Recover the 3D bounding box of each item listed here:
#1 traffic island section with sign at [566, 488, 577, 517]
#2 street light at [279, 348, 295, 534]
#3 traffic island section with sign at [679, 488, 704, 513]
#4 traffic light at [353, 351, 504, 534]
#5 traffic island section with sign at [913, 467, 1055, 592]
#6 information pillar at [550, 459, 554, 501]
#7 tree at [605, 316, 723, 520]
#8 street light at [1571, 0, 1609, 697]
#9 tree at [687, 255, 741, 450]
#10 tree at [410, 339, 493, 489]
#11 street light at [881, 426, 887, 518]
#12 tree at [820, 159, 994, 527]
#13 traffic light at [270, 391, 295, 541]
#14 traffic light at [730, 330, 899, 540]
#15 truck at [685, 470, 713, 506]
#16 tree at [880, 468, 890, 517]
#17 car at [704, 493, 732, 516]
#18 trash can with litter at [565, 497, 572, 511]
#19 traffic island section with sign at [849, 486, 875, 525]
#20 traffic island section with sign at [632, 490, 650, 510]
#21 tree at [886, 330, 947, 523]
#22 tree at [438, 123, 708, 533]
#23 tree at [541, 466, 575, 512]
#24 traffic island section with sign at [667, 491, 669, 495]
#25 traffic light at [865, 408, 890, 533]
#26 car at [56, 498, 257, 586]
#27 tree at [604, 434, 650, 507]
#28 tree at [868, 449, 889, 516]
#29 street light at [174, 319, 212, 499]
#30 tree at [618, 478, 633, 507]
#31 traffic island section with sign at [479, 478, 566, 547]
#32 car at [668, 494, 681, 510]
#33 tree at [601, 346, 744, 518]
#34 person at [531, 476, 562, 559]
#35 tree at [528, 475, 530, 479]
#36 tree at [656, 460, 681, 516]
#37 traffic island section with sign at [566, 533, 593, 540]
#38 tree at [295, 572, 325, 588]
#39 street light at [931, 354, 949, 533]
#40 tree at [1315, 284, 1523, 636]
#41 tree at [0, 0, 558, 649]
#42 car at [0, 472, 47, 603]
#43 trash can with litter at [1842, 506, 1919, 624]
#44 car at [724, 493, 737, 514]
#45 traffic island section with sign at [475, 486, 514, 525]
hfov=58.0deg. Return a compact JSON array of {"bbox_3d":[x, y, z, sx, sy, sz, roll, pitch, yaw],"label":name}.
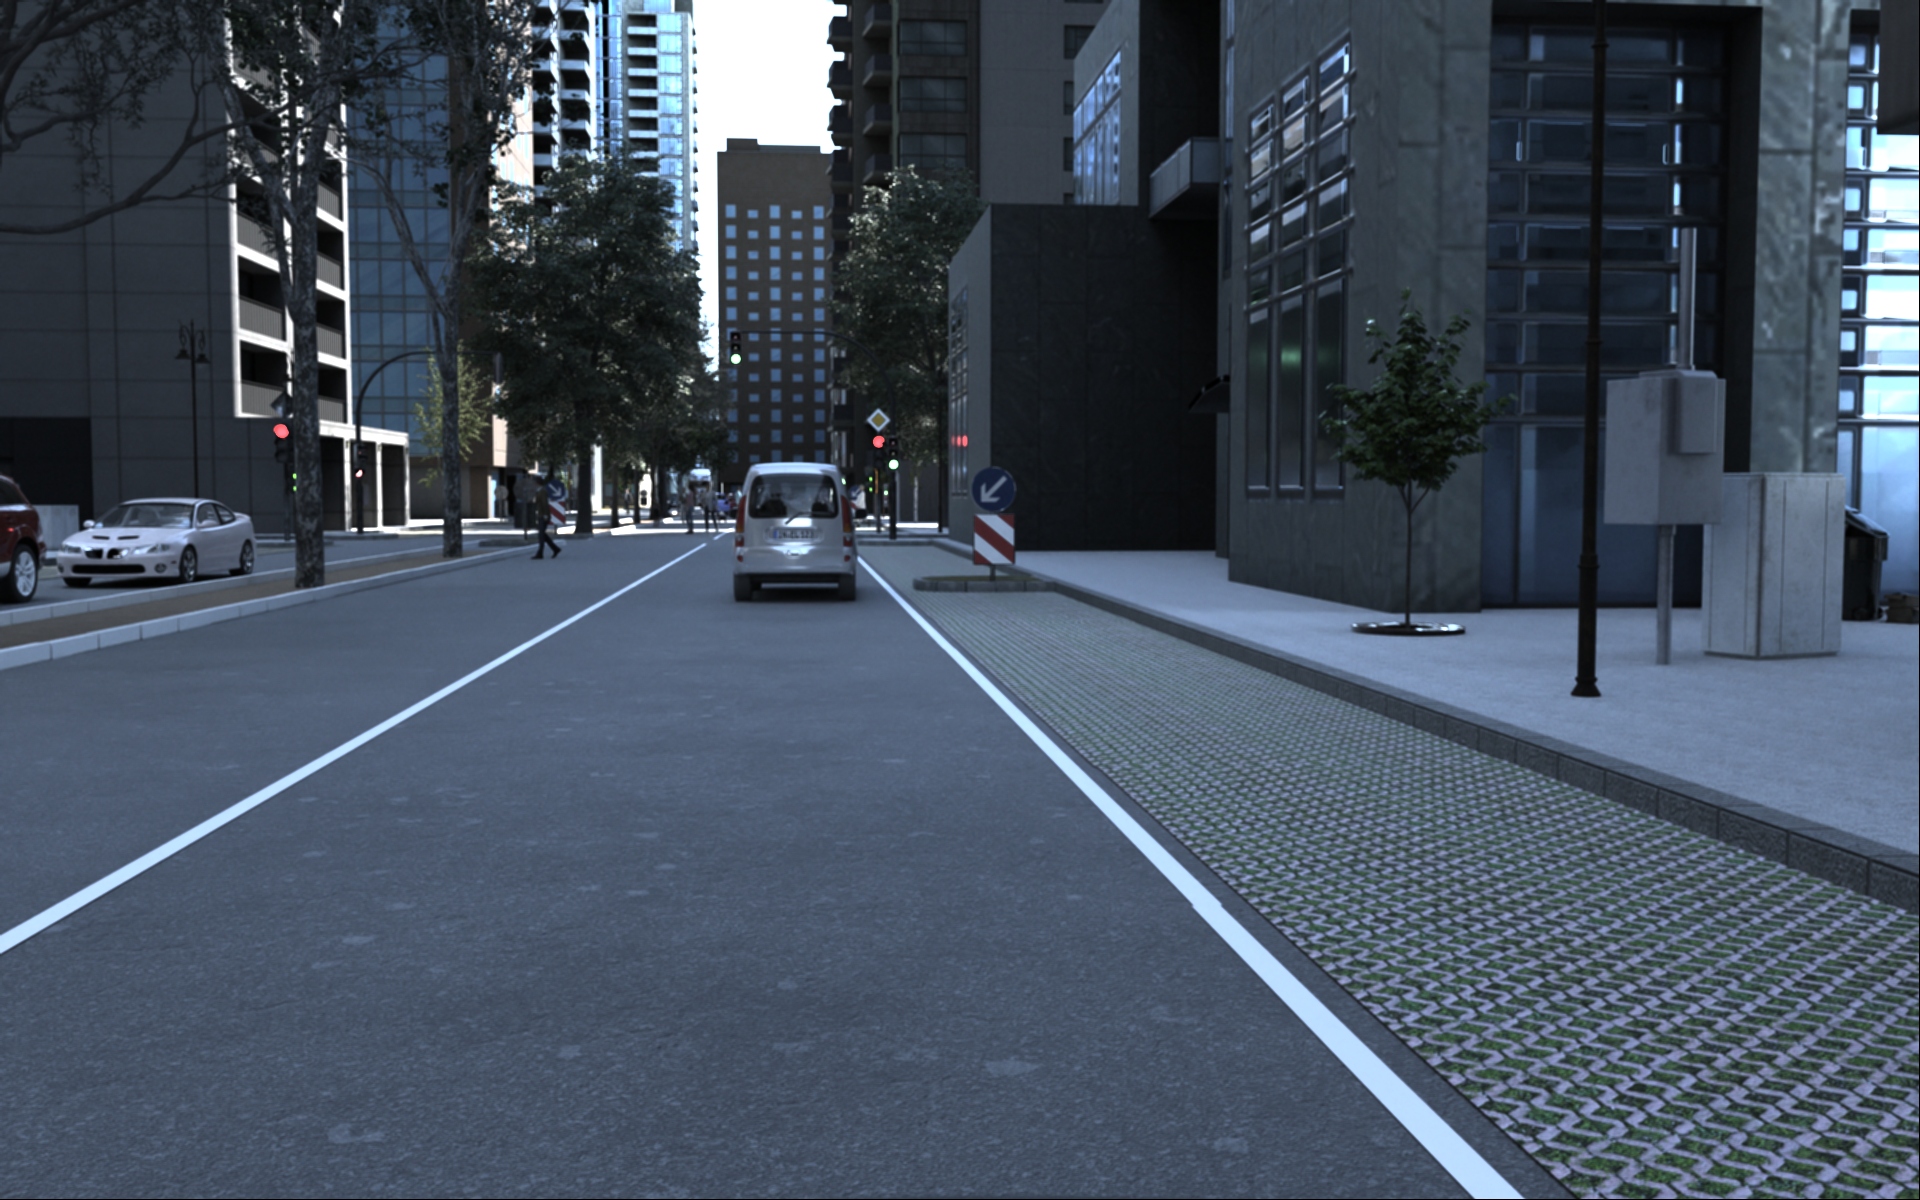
[{"bbox_3d":[-23.755,-6.008,106.855,1.989,1.847,2.006,0,4,-5],"label":"traffic island section with sign"},{"bbox_3d":[-21.158,-5.031,55.045,0.468,5.910,1.993,0,4,-5],"label":"street light"},{"bbox_3d":[-20.047,-7.464,130.179,2.006,1.907,1.989,0,4,-5],"label":"traffic island section with sign"},{"bbox_3d":[-16.990,-4.928,55.234,4.771,5.953,1.251,0,4,-5],"label":"traffic light"},{"bbox_3d":[0.310,-1.065,26.045,1.989,1.847,2.006,0,4,-5],"label":"traffic island section with sign"},{"bbox_3d":[-25.832,-7.233,109.617,0.183,3.616,0.504,0,4,7],"label":"information pillar"},{"bbox_3d":[-16.760,-10.186,94.758,9.928,11.665,9.643,0,3,0],"label":"tree"},{"bbox_3d":[3.983,-2.328,10.844,0.468,5.910,1.993,0,4,-5],"label":"street light"},{"bbox_3d":[-14.299,-9.703,71.464,12.009,13.543,11.850,0,3,0],"label":"tree"},{"bbox_3d":[-24.467,-8.113,83.013,4.737,8.622,4.395,0,3,0],"label":"tree"},{"bbox_3d":[-4.152,-7.401,93.801,0.468,5.910,1.993,0,4,-5],"label":"street light"},{"bbox_3d":[-0.448,-9.770,66.394,9.857,13.997,8.962,0,3,0],"label":"tree"},{"bbox_3d":[-18.300,-3.555,47.051,0.839,4.253,0.868,0,4,-5],"label":"traffic light"},{"bbox_3d":[-3.989,-4.503,48.296,4.771,5.953,1.251,0,4,-5],"label":"traffic light"},{"bbox_3d":[-29.501,-12.692,197.264,2.967,4.110,18.799,0,4,-7],"label":"truck"},{"bbox_3d":[-3.922,-6.289,97.423,1.663,3.219,1.824,0,3,0],"label":"tree"},{"bbox_3d":[-16.041,-6.408,114.358,1.945,1.707,3.694,0,4,-6],"label":"car"},{"bbox_3d":[-29.192,-7.144,128.198,1.055,1.170,0.624,-1,4,-17],"label":"trash can with litter"},{"bbox_3d":[-5.042,-4.474,81.775,1.989,1.847,2.006,0,4,-5],"label":"traffic island section with sign"},{"bbox_3d":[-28.518,-9.042,156.459,1.989,1.847,2.006,0,4,-5],"label":"traffic island section with sign"},{"bbox_3d":[-1.720,-7.657,75.559,4.737,8.622,4.395,0,3,0],"label":"tree"},{"bbox_3d":[-13.237,-9.259,60.489,9.857,13.997,8.962,0,3,0],"label":"tree"},{"bbox_3d":[-28.637,-7.913,123.975,1.663,3.219,1.824,0,3,0],"label":"tree"},{"bbox_3d":[-31.109,-10.683,183.290,1.989,1.847,2.006,0,4,-5],"label":"traffic island section with sign"},{"bbox_3d":[-2.679,-4.139,56.585,0.839,4.253,0.868,0,4,-5],"label":"traffic light"},{"bbox_3d":[-13.105,-0.988,28.508,2.083,1.381,4.827,0,4,-5],"label":"car"},{"bbox_3d":[-32.352,-15.215,166.892,7.486,12.596,7.792,0,3,0],"label":"tree"},{"bbox_3d":[-3.712,-7.181,101.129,4.285,4.588,4.351,0,3,0],"label":"tree"},{"bbox_3d":[-20.258,-4.469,45.862,0.468,5.910,1.993,0,4,-5],"label":"street light"},{"bbox_3d":[-33.616,-10.951,173.655,1.663,3.219,1.824,0,3,0],"label":"tree"},{"bbox_3d":[-12.147,-2.439,48.011,2.006,1.907,1.989,0,4,-5],"label":"traffic island section with sign"},{"bbox_3d":[-25.506,-8.914,155.523,2.009,1.686,4.222,0,4,-6],"label":"car"},{"bbox_3d":[-17.921,-11.318,104.510,9.611,12.733,9.660,0,3,0],"label":"tree"},{"bbox_3d":[-9.246,-1.839,38.484,0.656,1.842,0.836,3,5,41],"label":"person"},{"bbox_3d":[-27.142,-9.445,104.789,4.737,8.622,4.395,0,3,0],"label":"tree"},{"bbox_3d":[-18.483,-9.815,113.290,4.360,8.622,3.978,0,3,0],"label":"tree"},{"bbox_3d":[-12.847,-2.890,55.385,2.006,1.907,1.989,0,4,-5],"label":"traffic island section with sign"},{"bbox_3d":[-11.236,-10.292,26.626,12.611,20.169,13.585,0,3,0],"label":"tree"},{"bbox_3d":[-0.652,-5.169,57.306,0.468,5.910,1.993,0,4,-5],"label":"street light"},{"bbox_3d":[4.152,-1.319,16.172,1.663,3.219,1.824,0,3,0],"label":"tree"},{"bbox_3d":[-8.741,-6.226,14.624,12.009,13.543,11.850,0,3,0],"label":"tree"},{"bbox_3d":[-13.148,-0.764,21.170,2.281,1.827,5.304,0,4,-5],"label":"car"},{"bbox_3d":[9.319,-0.375,17.513,0.624,1.170,1.055,-3,5,-39],"label":"trash can with litter"},{"bbox_3d":[-16.027,-7.061,124.483,2.155,1.783,4.494,0,4,-7],"label":"car"},{"bbox_3d":[-21.154,-4.351,79.770,1.989,1.847,2.006,0,4,-5],"label":"traffic island section with sign"}]
